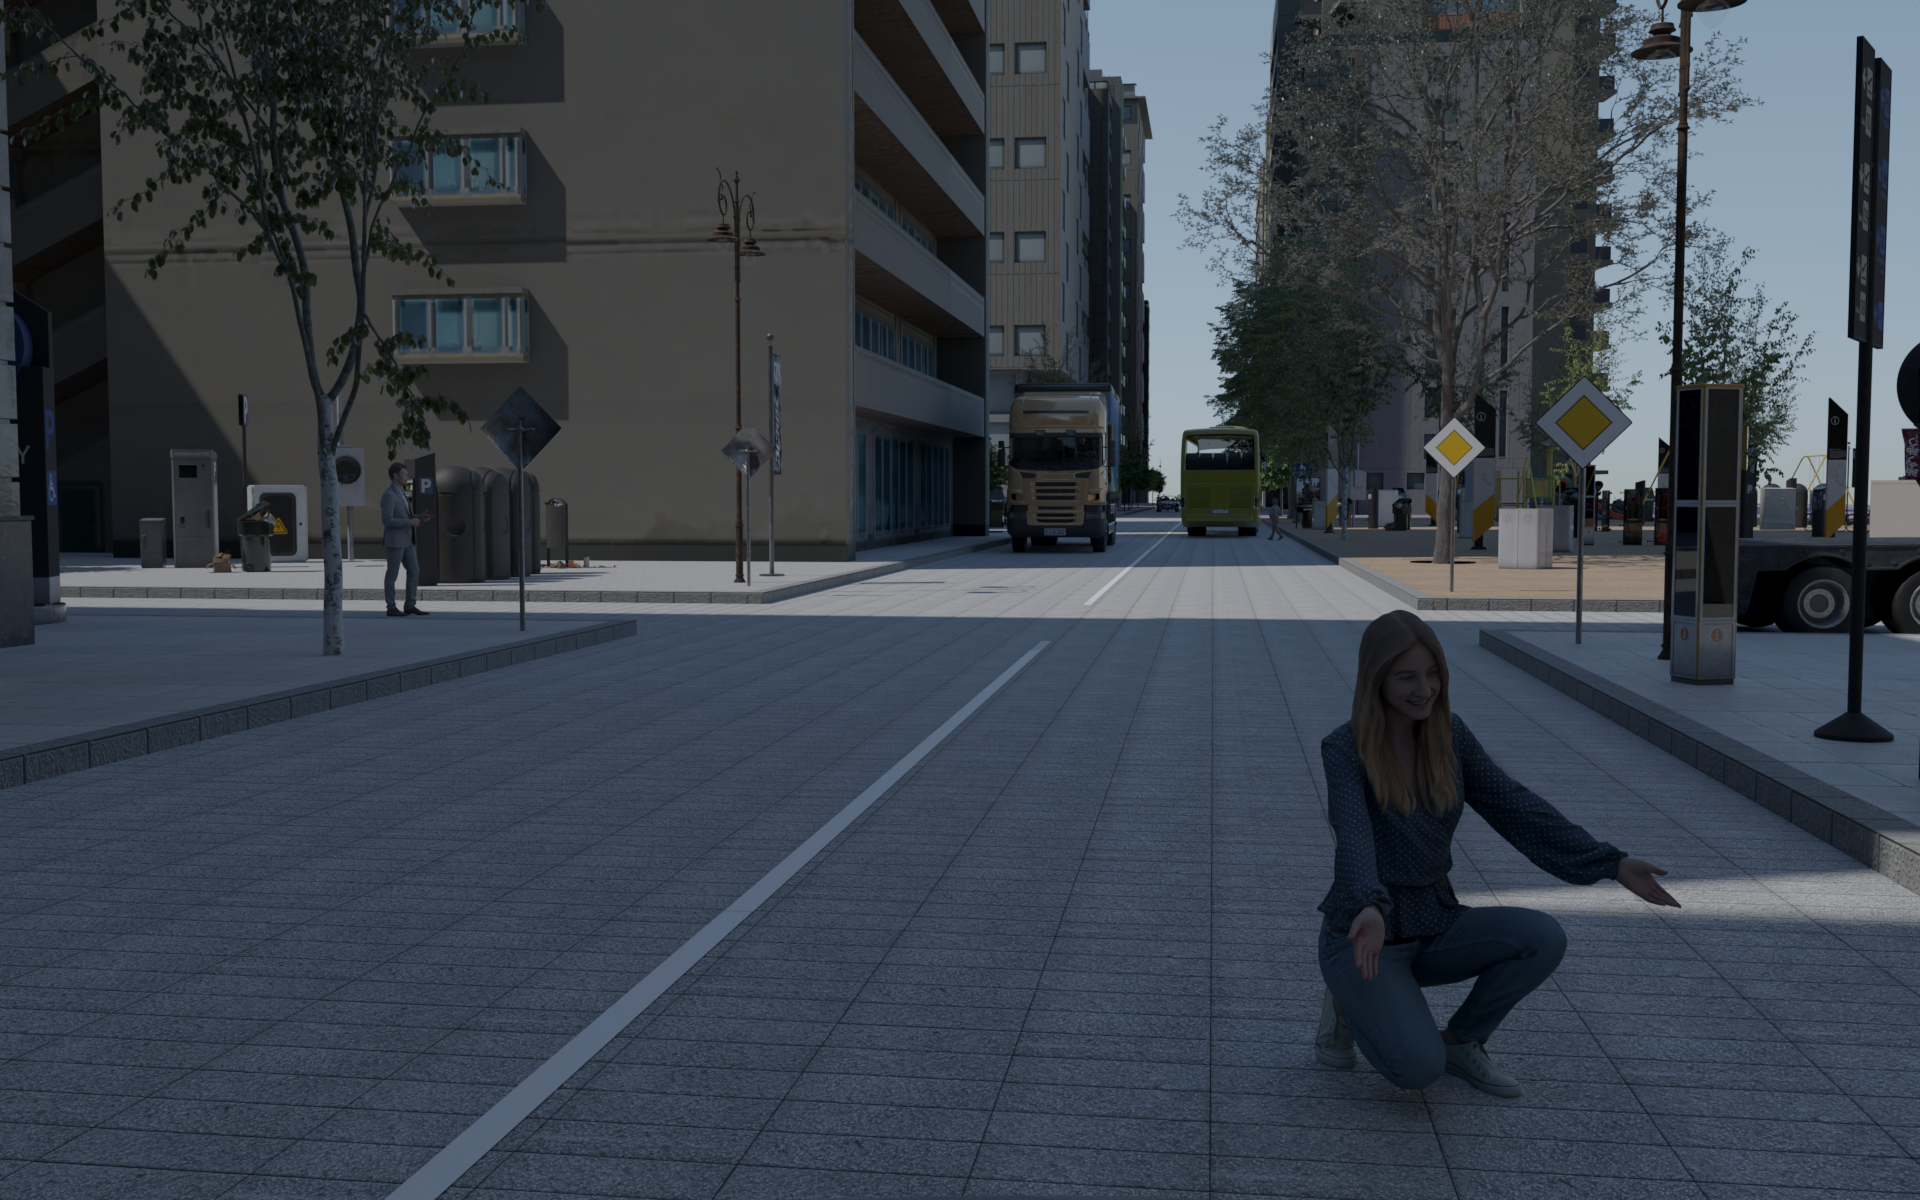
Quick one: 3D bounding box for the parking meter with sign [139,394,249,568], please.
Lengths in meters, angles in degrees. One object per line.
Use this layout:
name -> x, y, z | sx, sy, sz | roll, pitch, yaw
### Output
parking meter with sign -> -13.318, -2.071, 30.118 | 1.738, 3.016, 0.543 | -1, 4, -14

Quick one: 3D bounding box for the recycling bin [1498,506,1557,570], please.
recycling bin -> 9.751, -1.058, 29.846 | 0.722, 1.027, 0.722 | 3, 4, 38

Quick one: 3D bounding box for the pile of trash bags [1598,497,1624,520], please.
pile of trash bags -> 32.017, -4.738, 87.222 | 3.447, 1.369, 1.912 | 1, 4, 18

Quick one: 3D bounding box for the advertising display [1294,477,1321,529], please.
advertising display -> 12.940, -3.627, 64.513 | 0.974, 1.923, 0.123 | -1, 4, -10

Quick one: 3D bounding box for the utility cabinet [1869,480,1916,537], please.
utility cabinet -> 15.085, -1.148, 27.445 | 0.318, 1.500, 1.173 | -2, 4, -35

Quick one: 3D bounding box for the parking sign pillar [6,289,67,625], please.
parking sign pillar -> -9.692, -1.751, 17.097 | 1.447, 3.967, 1.447 | -1, 4, -14

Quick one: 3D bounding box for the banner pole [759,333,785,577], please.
banner pole -> -2.911, -2.277, 27.251 | 0.401, 3.779, 0.863 | 1, 4, 9

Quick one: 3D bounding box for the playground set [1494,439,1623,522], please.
playground set -> 28.167, -5.800, 81.602 | 5.637, 4.214, 5.302 | 1, 4, 12

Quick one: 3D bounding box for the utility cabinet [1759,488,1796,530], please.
utility cabinet -> 28.919, -3.214, 61.230 | 1.173, 1.500, 0.318 | 0, 4, -8

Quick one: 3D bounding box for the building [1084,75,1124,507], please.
building -> 8.148, -29.482, 165.627 | 14.154, 41.232, 14.086 | 1, 4, 8

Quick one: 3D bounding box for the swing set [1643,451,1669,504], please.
swing set -> 24.345, -3.706, 58.219 | 2.862, 2.851, 3.119 | 0, 4, 5

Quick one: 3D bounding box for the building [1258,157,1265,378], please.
building -> 45.780, -35.089, 223.819 | 14.600, 45.320, 14.200 | 1, 4, 8

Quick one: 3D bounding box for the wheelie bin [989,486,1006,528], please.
wheelie bin -> 1.262, -3.562, 66.143 | 0.980, 1.594, 0.693 | -1, 4, -21

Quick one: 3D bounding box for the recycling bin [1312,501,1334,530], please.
recycling bin -> 13.077, -3.051, 62.430 | 0.722, 1.027, 0.722 | 0, 4, 7

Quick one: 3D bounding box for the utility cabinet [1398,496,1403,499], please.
utility cabinet -> 20.278, -4.251, 80.671 | 0.306, 1.237, 1.020 | 3, 5, 39

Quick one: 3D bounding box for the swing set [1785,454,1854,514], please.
swing set -> 34.288, -4.384, 69.298 | 2.862, 2.851, 3.119 | 1, 4, 9

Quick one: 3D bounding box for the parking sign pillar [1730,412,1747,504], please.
parking sign pillar -> 23.513, -3.976, 53.473 | 1.447, 3.967, 1.447 | 1, 4, 11

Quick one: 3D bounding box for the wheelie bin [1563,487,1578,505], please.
wheelie bin -> 27.231, -4.225, 76.981 | 0.693, 1.594, 0.980 | -3, 4, -38

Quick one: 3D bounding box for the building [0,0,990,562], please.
building -> -11.156, -25.645, 42.996 | 21.300, 48.544, 21.600 | 1, 4, 8

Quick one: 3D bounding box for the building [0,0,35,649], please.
building -> -20.708, -13.020, 10.146 | 25.104, 27.353, 12.463 | 1, 4, 8

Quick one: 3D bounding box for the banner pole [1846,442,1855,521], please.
banner pole -> 42.771, -5.682, 82.923 | 0.863, 3.779, 0.401 | 1, 4, 23

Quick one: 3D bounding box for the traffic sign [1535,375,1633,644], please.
traffic sign -> 5.296, -0.681, 14.778 | 0.795, 2.450, 0.064 | 1, 4, 8

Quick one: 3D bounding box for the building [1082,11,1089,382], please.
building -> 0.512, -50.761, 142.618 | 22.319, 86.520, 31.000 | 1, 4, 8

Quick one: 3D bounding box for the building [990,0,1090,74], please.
building -> -5.592, -32.129, 114.552 | 28.713, 52.752, 27.495 | 1, 4, 8

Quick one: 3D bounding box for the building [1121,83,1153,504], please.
building -> 10.450, -39.108, 228.653 | 28.713, 52.752, 27.495 | 1, 4, 8

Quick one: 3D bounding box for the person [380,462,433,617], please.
person -> -6.489, -0.709, 20.292 | 0.583, 1.804, 0.606 | 0, 4, -2

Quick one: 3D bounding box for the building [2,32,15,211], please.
building -> -39.057, -12.123, 43.258 | 28.899, 21.520, 27.650 | 1, 4, 8

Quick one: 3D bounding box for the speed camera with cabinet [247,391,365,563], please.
speed camera with cabinet -> -12.361, -2.348, 32.727 | 2.038, 3.252, 0.660 | -2, 4, -32

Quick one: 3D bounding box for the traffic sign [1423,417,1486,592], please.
traffic sign -> 6.453, -1.164, 22.679 | 0.795, 2.450, 0.064 | 1, 4, 8

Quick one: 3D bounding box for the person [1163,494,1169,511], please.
person -> 17.838, -8.429, 149.551 | 0.697, 1.427, 0.421 | 0, 4, 4

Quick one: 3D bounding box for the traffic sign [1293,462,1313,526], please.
traffic sign -> 13.575, -4.189, 68.592 | 0.768, 2.556, 0.104 | 1, 4, 15

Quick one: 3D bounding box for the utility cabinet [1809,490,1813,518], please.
utility cabinet -> 45.453, -5.073, 91.627 | 1.173, 1.500, 0.318 | -2, 4, -31

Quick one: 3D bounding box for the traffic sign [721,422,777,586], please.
traffic sign -> -2.939, -1.249, 24.069 | 0.795, 2.450, 0.064 | 1, 4, 8

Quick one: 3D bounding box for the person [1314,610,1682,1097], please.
person -> 1.228, 0.602, 4.163 | 1.012, 1.151, 0.738 | -1, 4, -16

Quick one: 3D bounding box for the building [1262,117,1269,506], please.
building -> 40.199, -30.915, 189.053 | 14.154, 41.232, 14.086 | 1, 4, 8

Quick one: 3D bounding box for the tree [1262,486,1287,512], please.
tree -> 22.747, -7.940, 124.413 | 1.663, 3.219, 1.824 | 0, 3, 0

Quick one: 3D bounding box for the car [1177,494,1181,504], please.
car -> 27.681, -12.553, 215.469 | 2.015, 1.641, 3.980 | 0, 4, 8

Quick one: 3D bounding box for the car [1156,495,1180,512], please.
car -> 16.693, -7.728, 138.935 | 1.945, 1.354, 3.894 | 1, 4, 9

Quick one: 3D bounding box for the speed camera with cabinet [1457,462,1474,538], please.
speed camera with cabinet -> 14.772, -3.409, 50.077 | 0.660, 3.252, 2.038 | 1, 4, 11

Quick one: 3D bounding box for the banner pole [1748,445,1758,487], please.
banner pole -> 35.384, -5.363, 77.698 | 0.401, 3.779, 0.863 | -2, 4, -33

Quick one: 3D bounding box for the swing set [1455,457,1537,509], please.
swing set -> 22.617, -4.608, 72.957 | 3.119, 2.851, 2.862 | 0, 4, -4

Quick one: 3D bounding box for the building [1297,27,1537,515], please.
building -> 28.834, -20.818, 112.077 | 14.160, 30.474, 14.107 | 1, 4, 8

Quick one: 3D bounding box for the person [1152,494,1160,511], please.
person -> 16.703, -8.229, 146.265 | 0.991, 1.433, 0.599 | -1, 4, -15

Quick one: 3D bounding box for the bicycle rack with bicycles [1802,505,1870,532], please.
bicycle rack with bicycles -> 30.363, -2.752, 58.378 | 2.852, 0.926, 2.925 | -1, 4, -13

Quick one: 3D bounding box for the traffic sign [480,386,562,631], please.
traffic sign -> -4.095, -0.766, 16.168 | 0.795, 2.450, 0.064 | 1, 4, 8

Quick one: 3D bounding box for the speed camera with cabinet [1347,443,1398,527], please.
speed camera with cabinet -> 16.063, -4.483, 67.635 | 2.038, 3.252, 0.660 | -1, 4, -14

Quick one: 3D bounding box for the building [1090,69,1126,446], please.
building -> 7.525, -35.472, 199.574 | 23.786, 49.044, 30.456 | 1, 4, 8

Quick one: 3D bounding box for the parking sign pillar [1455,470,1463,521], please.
parking sign pillar -> 24.308, -5.875, 84.531 | 1.447, 3.967, 1.447 | 0, 4, -4

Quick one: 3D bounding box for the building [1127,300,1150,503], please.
building -> 19.906, -29.190, 248.963 | 14.160, 30.474, 14.107 | 1, 4, 8

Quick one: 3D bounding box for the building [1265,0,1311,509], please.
building -> 39.091, -32.632, 157.232 | 21.300, 48.544, 21.600 | 1, 4, 8

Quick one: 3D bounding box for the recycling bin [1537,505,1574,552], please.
recycling bin -> 13.218, -1.586, 38.484 | 0.722, 1.027, 0.722 | 2, 4, 24

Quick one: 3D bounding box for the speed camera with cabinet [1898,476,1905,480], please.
speed camera with cabinet -> 47.745, -5.666, 86.973 | 2.038, 3.252, 0.660 | -3, 5, -43

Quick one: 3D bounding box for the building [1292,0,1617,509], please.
building -> 36.775, -29.211, 132.231 | 22.147, 44.769, 28.867 | 1, 4, 8

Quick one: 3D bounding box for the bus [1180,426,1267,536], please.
bus -> 9.469, -4.303, 61.897 | 2.896, 3.916, 12.252 | 1, 4, 10

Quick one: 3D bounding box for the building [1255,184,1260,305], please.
building -> 52.155, -37.803, 241.775 | 21.300, 48.544, 21.600 | 1, 4, 8

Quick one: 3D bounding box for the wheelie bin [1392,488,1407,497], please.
wheelie bin -> 21.563, -4.730, 85.248 | 0.693, 1.594, 0.980 | -3, 5, -45

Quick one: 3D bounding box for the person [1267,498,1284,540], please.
person -> 9.750, -2.500, 53.647 | 0.640, 1.303, 0.475 | 3, 5, 39

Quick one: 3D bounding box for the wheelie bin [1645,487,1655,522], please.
wheelie bin -> 31.701, -4.422, 80.206 | 0.980, 1.594, 0.693 | 0, 4, -1
